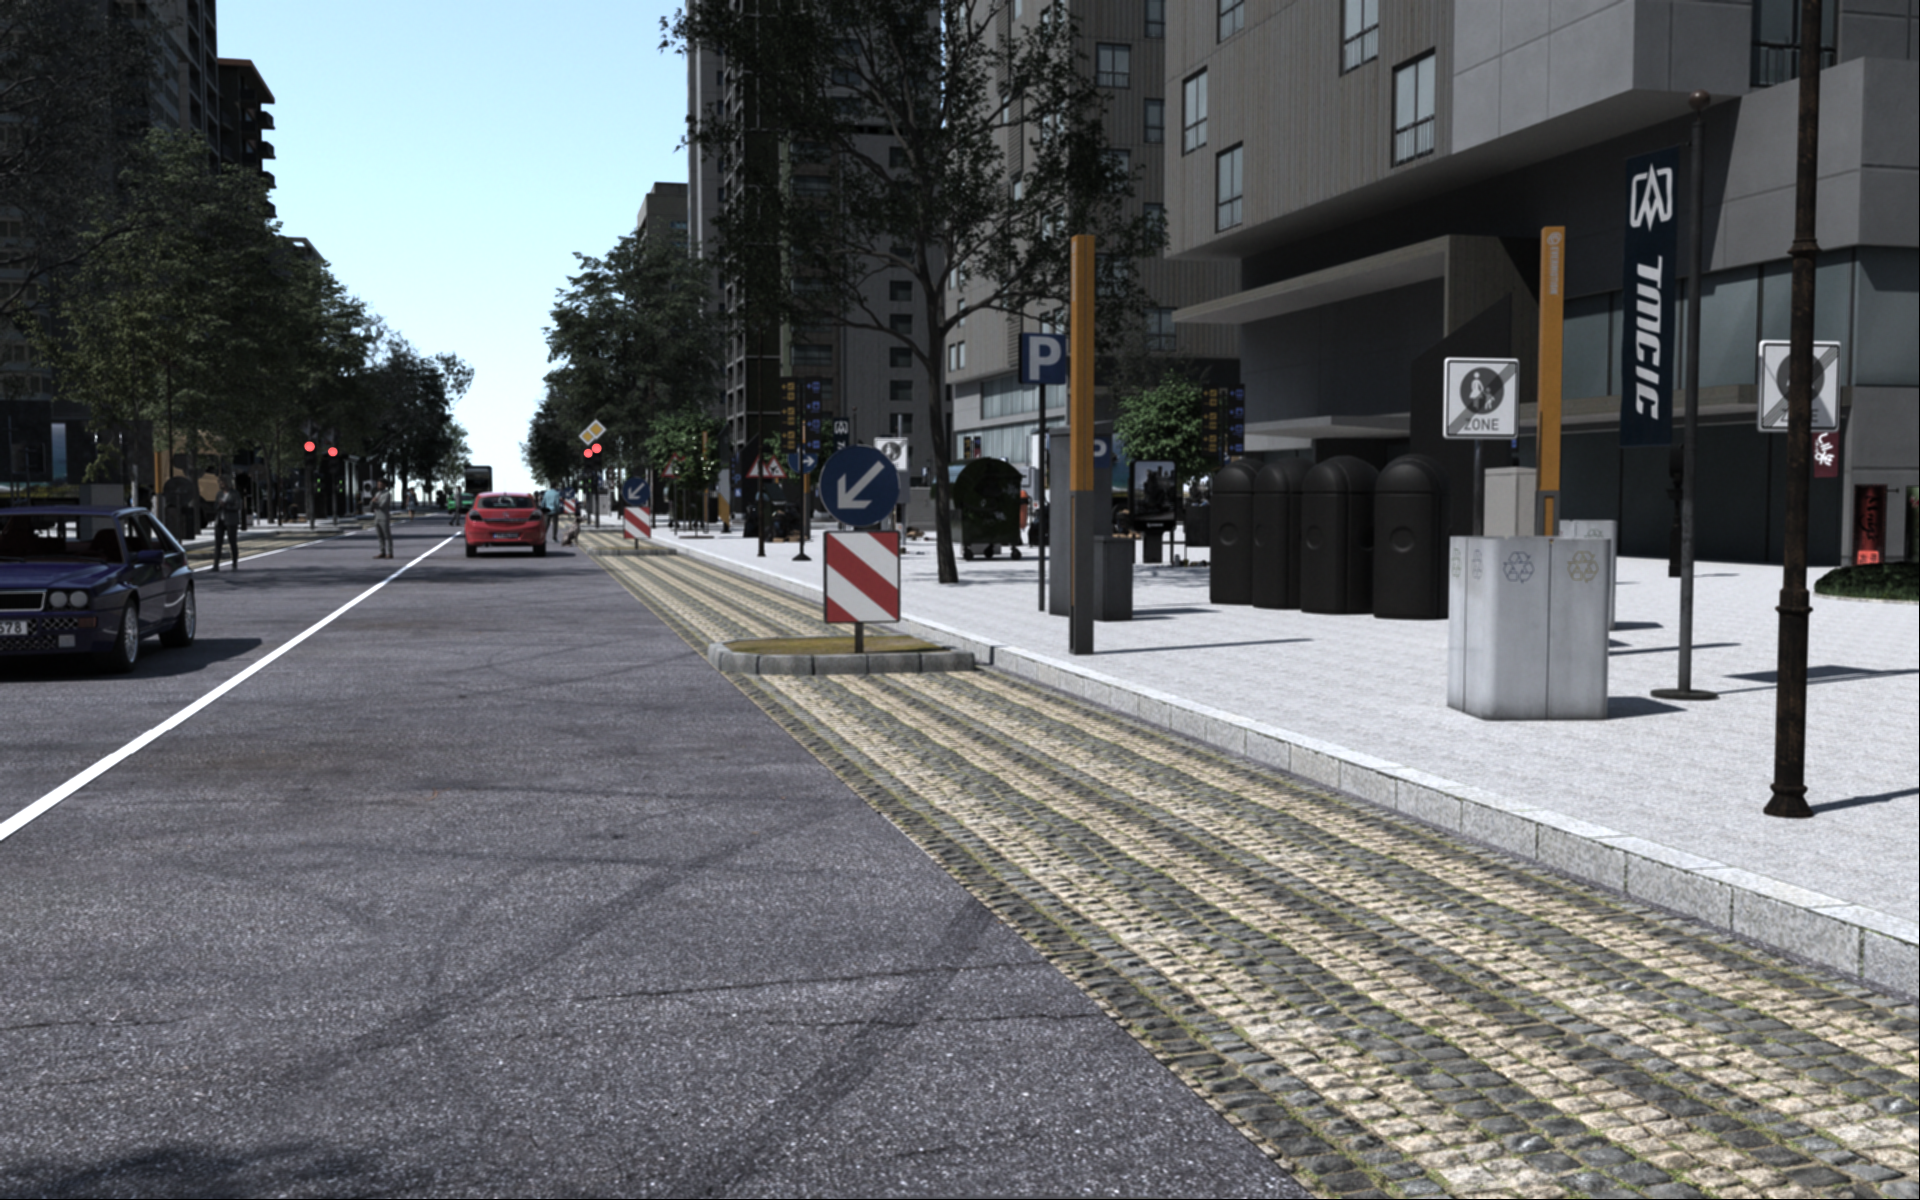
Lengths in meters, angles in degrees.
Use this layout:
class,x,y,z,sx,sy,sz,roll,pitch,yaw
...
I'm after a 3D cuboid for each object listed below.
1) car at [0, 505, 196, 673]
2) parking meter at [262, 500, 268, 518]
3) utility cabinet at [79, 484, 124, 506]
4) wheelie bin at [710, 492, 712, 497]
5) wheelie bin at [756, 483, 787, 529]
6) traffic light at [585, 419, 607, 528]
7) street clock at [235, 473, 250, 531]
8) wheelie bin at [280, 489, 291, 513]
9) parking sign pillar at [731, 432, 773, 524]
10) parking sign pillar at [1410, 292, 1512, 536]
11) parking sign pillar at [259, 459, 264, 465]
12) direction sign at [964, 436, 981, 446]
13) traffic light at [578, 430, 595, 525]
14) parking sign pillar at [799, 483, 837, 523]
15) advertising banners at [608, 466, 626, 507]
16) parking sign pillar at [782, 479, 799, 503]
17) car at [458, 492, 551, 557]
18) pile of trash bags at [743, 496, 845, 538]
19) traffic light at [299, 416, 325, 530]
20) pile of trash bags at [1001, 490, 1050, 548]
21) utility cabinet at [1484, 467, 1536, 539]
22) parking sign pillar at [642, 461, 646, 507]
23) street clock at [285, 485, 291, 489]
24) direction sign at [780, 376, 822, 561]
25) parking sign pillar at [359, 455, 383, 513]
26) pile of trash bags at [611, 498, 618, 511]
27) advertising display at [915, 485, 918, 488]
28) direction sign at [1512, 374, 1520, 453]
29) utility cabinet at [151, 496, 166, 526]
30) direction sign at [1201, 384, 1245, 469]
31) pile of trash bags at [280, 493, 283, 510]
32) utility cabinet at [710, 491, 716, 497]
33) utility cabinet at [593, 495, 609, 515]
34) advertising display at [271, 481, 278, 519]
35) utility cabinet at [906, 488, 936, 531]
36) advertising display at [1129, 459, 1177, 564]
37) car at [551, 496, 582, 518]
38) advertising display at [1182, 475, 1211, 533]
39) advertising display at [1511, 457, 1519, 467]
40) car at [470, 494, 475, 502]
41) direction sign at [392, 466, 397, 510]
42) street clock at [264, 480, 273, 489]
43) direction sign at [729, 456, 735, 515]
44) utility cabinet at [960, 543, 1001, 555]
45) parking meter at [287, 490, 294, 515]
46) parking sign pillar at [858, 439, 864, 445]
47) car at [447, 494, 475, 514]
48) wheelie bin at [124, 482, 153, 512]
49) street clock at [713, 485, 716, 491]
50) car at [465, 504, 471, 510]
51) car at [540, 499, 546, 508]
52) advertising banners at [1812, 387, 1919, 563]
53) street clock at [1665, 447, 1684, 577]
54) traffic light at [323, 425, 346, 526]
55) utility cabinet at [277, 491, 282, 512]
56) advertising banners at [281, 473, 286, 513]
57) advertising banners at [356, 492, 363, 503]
class,x,y,z,sx,sy,sz,roll,pitch,yaw
car,-7.772,-0.140,14.863,1.945,1.354,3.894,-1,4,-14
parking meter,-38.633,-5.532,96.165,0.399,1.863,0.255,1,4,13
utility cabinet,-19.308,-1.853,38.973,0.318,1.500,1.173,1,4,8
wheelie bin,-17.049,-6.630,116.303,0.693,1.594,0.980,-2,4,-35
wheelie bin,-5.443,-2.554,49.674,0.693,1.594,0.980,3,4,38
traffic light,-13.588,-4.634,64.687,0.839,4.253,0.868,-1,4,-14
street clock,-24.944,-3.406,60.261,0.471,2.002,0.358,-1,4,-23
wheelie bin,-44.610,-6.536,114.777,0.980,1.594,0.693,-1,4,-15
parking sign pillar,-9.070,-5.236,74.074,1.447,3.967,1.447,2,4,34
parking sign pillar,6.840,-2.153,23.668,1.447,3.967,1.447,2,4,25
parking sign pillar,-52.980,-8.694,130.615,1.447,3.967,1.447,1,4,9
direction sign,0.485,-4.661,68.209,0.876,3.537,0.379,3,5,42
traffic light,-15.561,-5.107,72.425,0.839,4.253,0.868,-1,4,-14
parking sign pillar,-6.238,-5.465,77.831,1.447,3.967,1.447,-1,4,-20
advertising banners,-21.096,-6.862,108.377,2.074,3.025,0.090,0,4,4
parking sign pillar,-10.204,-7.189,106.019,1.447,3.967,1.447,0,4,7
car,-10.724,-1.943,40.811,2.155,1.783,4.494,-1,4,-15
pile of trash bags,-4.879,-2.568,51.737,3.447,1.369,1.912,0,4,6
traffic light,-23.286,-4.482,62.207,0.839,4.253,0.868,-1,4,-14
pile of trash bags,1.616,-2.024,42.839,1.912,1.369,3.447,0,4,6
utility cabinet,4.692,-0.361,14.578,0.318,1.500,1.173,0,4,5
parking sign pillar,-21.660,-7.970,118.774,1.447,3.967,1.447,0,4,5
street clock,-51.907,-7.908,133.870,0.358,2.002,0.471,0,4,4
direction sign,-3.057,-2.530,33.358,0.876,3.537,0.379,1,4,22
parking sign pillar,-40.647,-7.988,119.074,1.447,3.967,1.447,-1,4,-18
pile of trash bags,-26.668,-7.334,129.656,1.912,1.369,3.447,2,4,32
advertising display,-3.030,-7.045,120.403,0.123,1.923,0.974,0,4,6
direction sign,10.362,-2.511,33.053,0.379,3.537,0.876,-1,4,-19
utility cabinet,-28.583,-3.083,61.571,1.020,1.237,0.306,3,5,40
direction sign,5.402,-2.669,35.632,0.876,3.537,0.379,0,4,-1
pile of trash bags,-49.461,-7.116,126.092,1.912,1.369,3.447,-1,4,-17
utility cabinet,-18.004,-7.192,126.267,1.173,1.500,0.318,-1,4,-16
utility cabinet,-21.798,-5.759,105.329,1.020,1.237,0.306,0,4,3
advertising display,-38.023,-5.561,96.136,0.123,1.923,0.974,-2,4,-33
utility cabinet,-1.319,-3.069,58.853,1.173,1.500,0.318,-1,4,-23
advertising display,3.568,-1.639,32.005,0.974,1.923,0.123,-2,4,-28
car,-23.683,-5.589,103.961,1.945,1.354,3.894,-1,4,-14
advertising display,7.737,-3.152,56.742,0.974,1.923,0.123,2,4,32
advertising display,9.636,-1.552,30.588,0.123,1.923,0.974,0,4,-1
car,-42.247,-8.329,148.178,2.014,1.417,4.499,-1,4,-13
direction sign,-46.318,-9.153,141.652,0.379,3.537,0.876,0,4,-4
street clock,-36.289,-5.290,91.066,0.471,2.002,0.358,1,4,16
direction sign,-13.711,-6.832,103.704,0.379,3.537,0.876,-3,4,-37
utility cabinet,0.448,-1.552,36.544,0.306,1.237,1.020,3,5,42
parking meter,-37.953,-5.490,98.166,0.372,1.533,0.369,0,3,0
parking sign pillar,-4.522,-5.957,85.874,1.447,3.967,1.447,2,4,32
car,-35.510,-7.001,123.258,1.959,1.807,4.718,-1,4,-15
wheelie bin,-21.700,-2.318,45.814,0.693,1.594,0.980,-2,4,-28
street clock,-20.394,-8.572,144.725,0.471,2.002,0.358,-2,4,-29
car,-16.694,-3.086,62.261,2.131,1.459,4.920,-1,4,-15
car,-35.690,-8.476,151.160,1.945,1.354,3.894,-1,4,-14
advertising banners,14.693,-1.938,27.874,2.074,3.025,0.090,3,5,45
street clock,11.063,-1.354,26.716,0.358,2.002,0.471,2,4,27
traffic light,-25.259,-4.956,69.946,0.839,4.253,0.868,-1,4,-14
utility cabinet,-53.334,-7.781,135.892,1.173,1.500,0.318,-2,4,-34
advertising banners,-44.226,-7.155,113.172,0.090,3.025,2.074,-1,4,-14
advertising banners,-40.370,-7.197,113.863,2.074,3.025,0.090,-1,4,-11
